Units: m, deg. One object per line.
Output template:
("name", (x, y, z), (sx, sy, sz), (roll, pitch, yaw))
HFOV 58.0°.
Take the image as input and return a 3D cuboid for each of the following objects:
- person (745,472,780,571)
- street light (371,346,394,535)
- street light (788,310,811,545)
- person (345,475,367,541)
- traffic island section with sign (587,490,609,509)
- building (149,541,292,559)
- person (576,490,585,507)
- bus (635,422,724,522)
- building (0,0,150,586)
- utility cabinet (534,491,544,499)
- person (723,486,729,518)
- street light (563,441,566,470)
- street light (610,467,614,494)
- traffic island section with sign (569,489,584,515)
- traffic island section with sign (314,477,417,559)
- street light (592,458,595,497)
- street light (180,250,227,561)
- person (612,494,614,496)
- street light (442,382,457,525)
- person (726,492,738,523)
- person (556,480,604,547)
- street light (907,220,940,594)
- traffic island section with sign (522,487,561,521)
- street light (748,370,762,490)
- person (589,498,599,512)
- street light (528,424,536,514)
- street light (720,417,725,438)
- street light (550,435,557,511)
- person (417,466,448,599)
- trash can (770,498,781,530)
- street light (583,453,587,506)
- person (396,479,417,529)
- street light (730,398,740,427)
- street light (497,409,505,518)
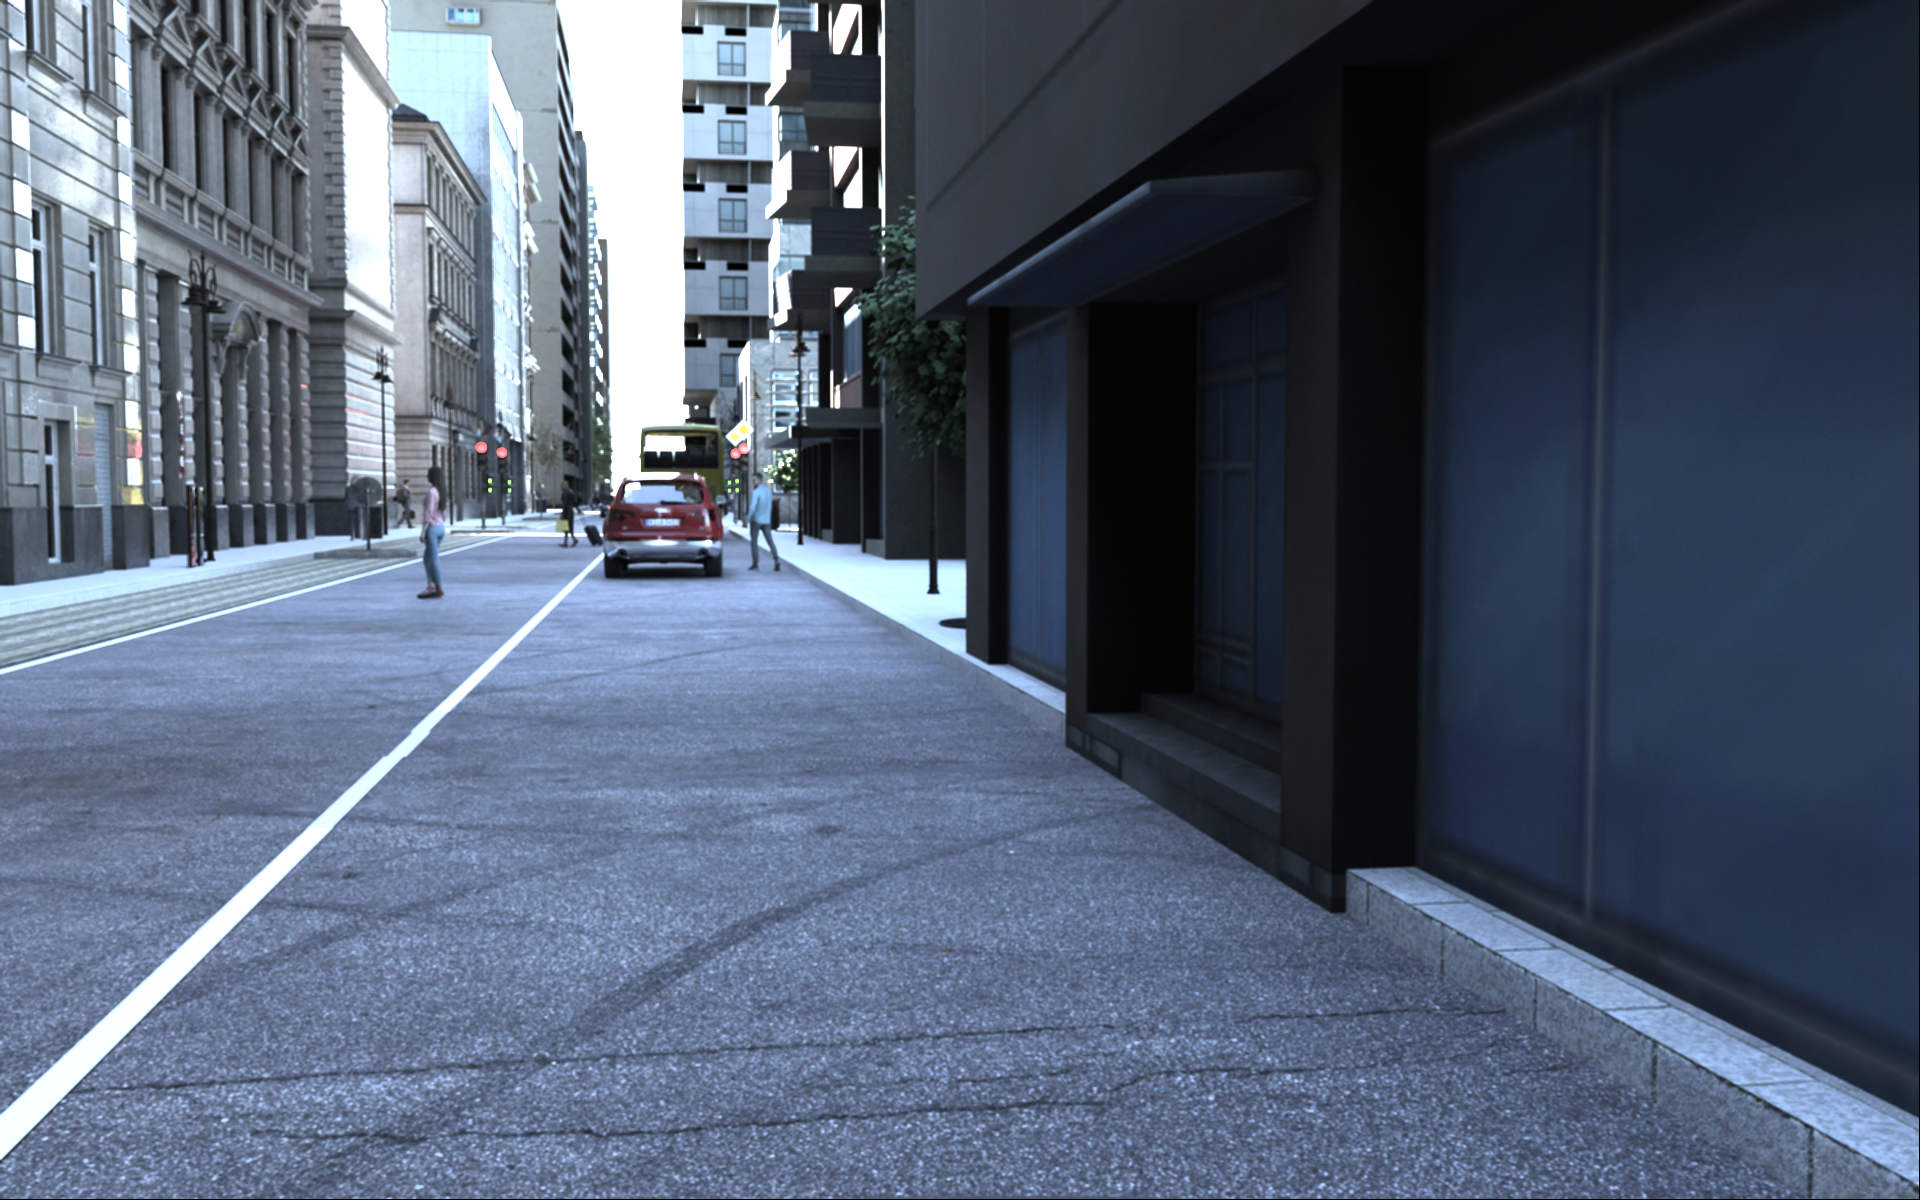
("person", (-3.703, -1.467, 32.341), (0.638, 1.841, 0.748), (-3, 5, -43))
("street light", (-18.018, -4.977, 54.158), (0.468, 5.910, 1.993), (-1, 4, -10))
("street light", (-4.034, -4.330, 43.579), (0.468, 5.910, 1.993), (-1, 4, -10))
("person", (-16.690, -2.544, 47.821), (0.537, 1.800, 0.526), (1, 4, 12))
("traffic island section with sign", (-35.316, -9.781, 168.540), (1.989, 1.847, 2.006), (-1, 4, -10))
("building", (-21.762, -12.870, 39.308), (11.050, 23.489, 19.941), (-1, 4, -10))
("person", (-38.363, -10.267, 174.698), (1.217, 1.735, 0.721), (-1, 4, -11))
("bus", (-9.532, -4.093, 58.466), (2.896, 3.916, 12.252), (-1, 4, -10))
("building", (-17.851, -13.434, 16.908), (12.463, 27.353, 25.104), (-1, 4, -10))
("utility cabinet", (-33.737, -7.947, 138.607), (0.318, 1.500, 1.173), (2, 4, 24))
("person", (-12.702, -5.298, 93.082), (0.576, 1.772, 0.534), (-1, 4, -15))
("street light", (-33.624, -10.651, 146.931), (0.468, 5.910, 1.993), (-1, 4, -10))
("street light", (-58.415, -19.545, 292.352), (0.468, 5.910, 1.993), (-1, 4, -10))
("traffic island section with sign", (-27.170, -6.841, 120.475), (1.989, 1.847, 2.006), (-1, 4, -10))
("traffic island section with sign", (-13.352, -1.859, 39.028), (1.989, 1.847, 2.006), (-1, 4, -10))
("street light", (-44.450, -14.535, 210.428), (0.468, 5.910, 1.993), (-1, 4, -10))
("street light", (-14.364, -3.684, 33.021), (0.468, 5.910, 1.993), (-1, 4, -10))
("person", (-32.324, -9.154, 161.432), (0.557, 1.426, 1.065), (3, 5, 42))
("street light", (-20.941, -6.018, 71.177), (0.468, 5.910, 1.993), (-1, 4, -10))
("person", (-10.194, -4.379, 78.227), (0.593, 1.750, 0.643), (3, 4, 37))
("person", (-10.428, -2.364, 47.375), (1.509, 1.804, 0.699), (-3, 5, -45))
("street light", (-0.341, -3.014, 22.064), (0.468, 5.910, 1.993), (-1, 4, -10))
("traffic island section with sign", (-22.655, -5.215, 93.899), (1.989, 1.847, 2.006), (-1, 4, -10))
("street light", (-7.661, -5.623, 64.721), (0.468, 5.910, 1.993), (-1, 4, -10))
("person", (-29.753, -7.735, 140.473), (1.012, 1.151, 0.738), (-3, 4, -38))
("street light", (-28.118, -8.626, 113.825), (0.468, 5.910, 1.993), (-1, 4, -10))
("street light", (-14.364, -8.050, 104.406), (0.468, 5.910, 1.993), (-1, 4, -10))
("street light", (-31.642, -9.920, 134.985), (0.468, 5.910, 1.993), (-1, 4, -10))
("person", (-7.246, -0.938, 23.849), (0.388, 1.821, 0.555), (0, 3, 0))
("trash can", (-6.733, -3.061, 61.694), (0.748, 1.137, 0.748), (0, 3, 0))
("street light", (-40.923, -13.240, 189.269), (0.468, 5.910, 1.993), (-1, 4, -10))
("person", (-20.382, -3.524, 63.625), (0.822, 1.834, 0.622), (-2, 4, -35))
("street light", (-10.750, -6.743, 83.039), (0.468, 5.910, 1.993), (-1, 4, -10))
("street light", (-24.500, -7.319, 92.459), (0.468, 5.910, 1.993), (-1, 4, -10))
